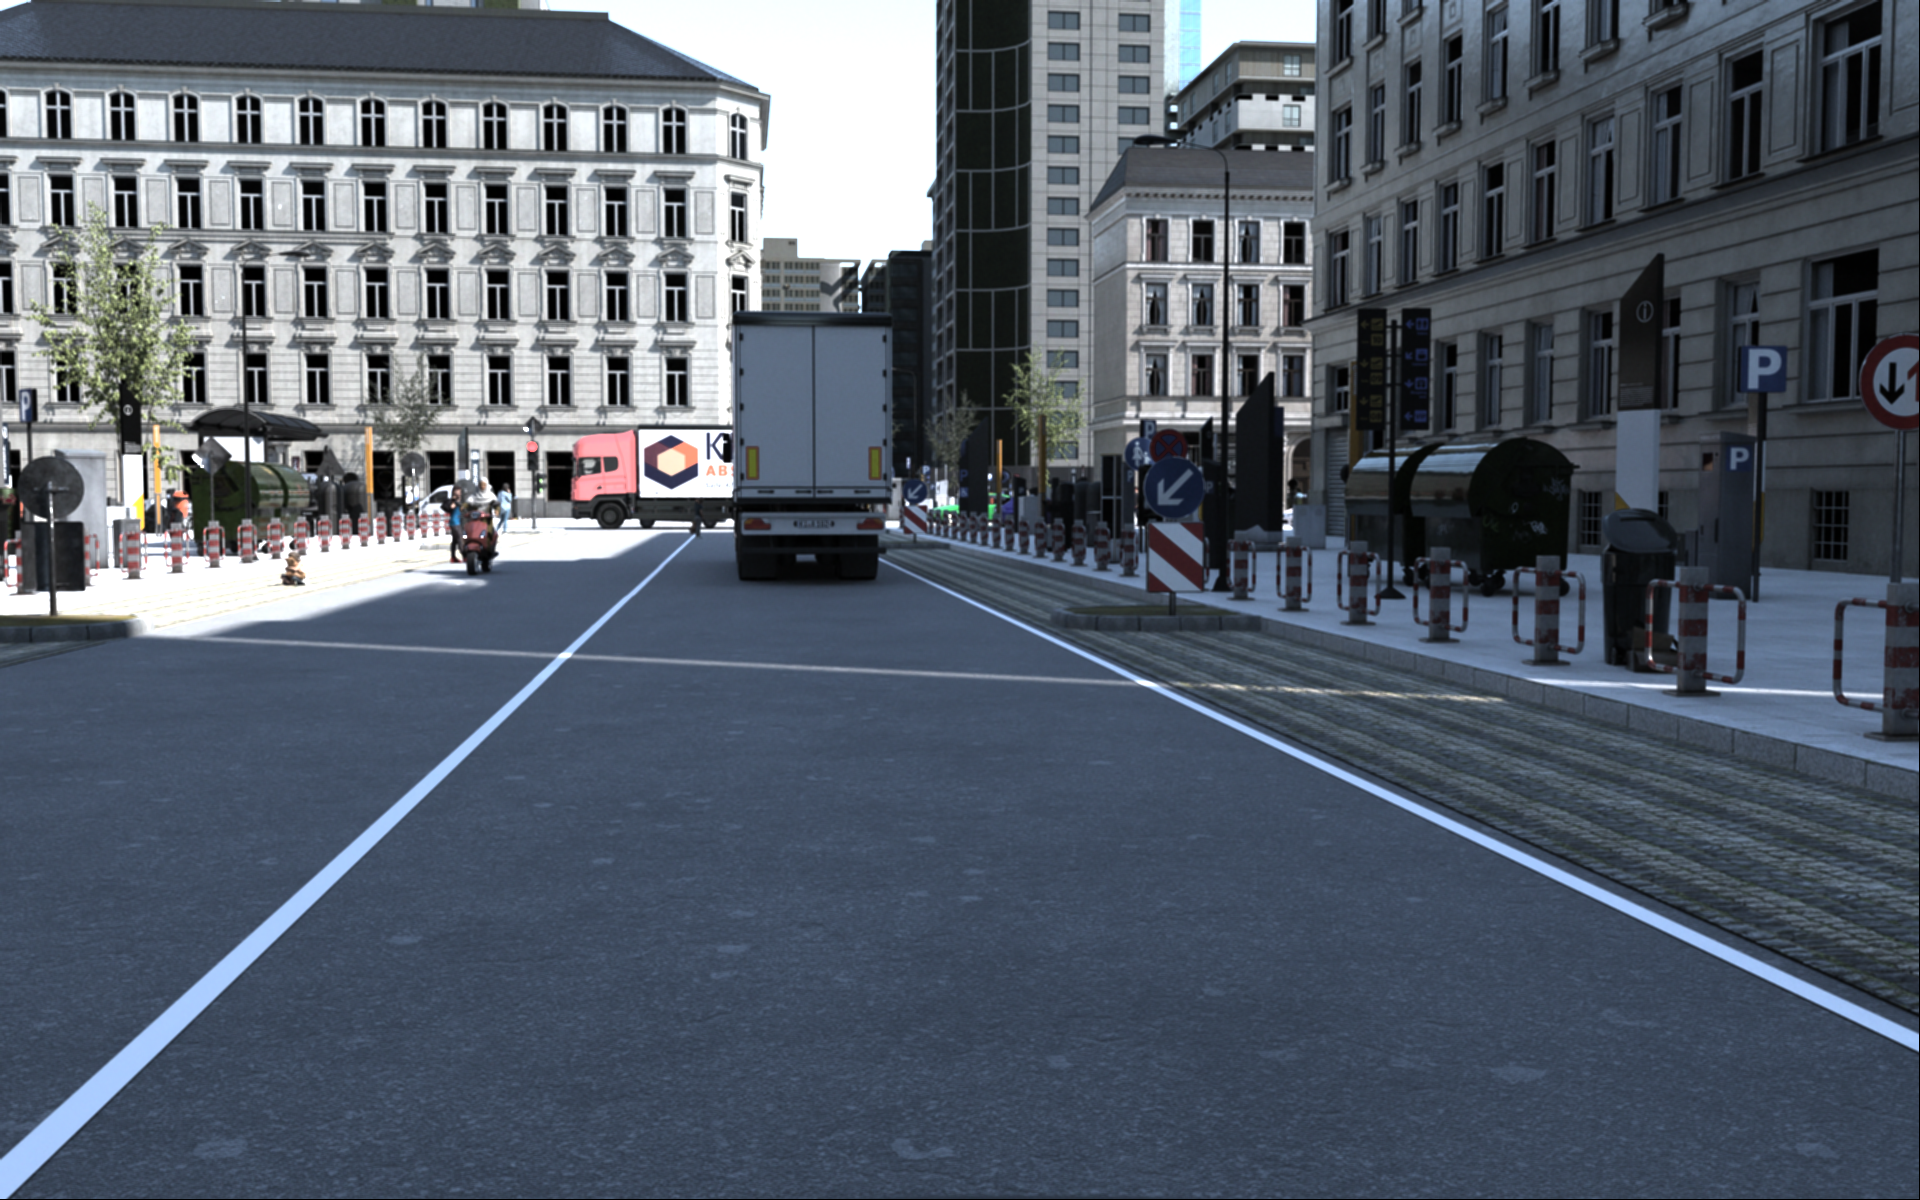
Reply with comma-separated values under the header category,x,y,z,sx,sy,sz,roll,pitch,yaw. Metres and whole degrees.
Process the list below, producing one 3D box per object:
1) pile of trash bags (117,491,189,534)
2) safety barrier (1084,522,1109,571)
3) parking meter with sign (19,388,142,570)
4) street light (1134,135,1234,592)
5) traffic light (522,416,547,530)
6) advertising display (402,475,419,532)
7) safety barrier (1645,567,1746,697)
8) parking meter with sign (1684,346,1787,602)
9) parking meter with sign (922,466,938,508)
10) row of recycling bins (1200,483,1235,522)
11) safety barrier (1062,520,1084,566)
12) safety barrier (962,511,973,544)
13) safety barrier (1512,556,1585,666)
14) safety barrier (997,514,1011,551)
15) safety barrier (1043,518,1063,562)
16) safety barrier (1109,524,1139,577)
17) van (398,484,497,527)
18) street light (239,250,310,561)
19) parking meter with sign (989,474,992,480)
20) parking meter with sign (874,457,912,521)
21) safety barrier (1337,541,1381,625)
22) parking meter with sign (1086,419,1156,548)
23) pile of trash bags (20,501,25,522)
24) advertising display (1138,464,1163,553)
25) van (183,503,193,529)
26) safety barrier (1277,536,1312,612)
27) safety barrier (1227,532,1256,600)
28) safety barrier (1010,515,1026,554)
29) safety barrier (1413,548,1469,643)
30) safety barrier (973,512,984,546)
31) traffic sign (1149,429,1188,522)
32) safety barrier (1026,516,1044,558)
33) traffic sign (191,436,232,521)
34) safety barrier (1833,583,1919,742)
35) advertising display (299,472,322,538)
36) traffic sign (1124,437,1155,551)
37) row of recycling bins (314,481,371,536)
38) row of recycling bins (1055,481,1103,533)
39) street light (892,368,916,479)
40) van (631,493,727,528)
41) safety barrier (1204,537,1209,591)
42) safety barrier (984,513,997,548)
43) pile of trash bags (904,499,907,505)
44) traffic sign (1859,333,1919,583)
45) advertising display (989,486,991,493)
category,x,y,z,sx,sy,sz,roll,pitch,yaw
pile of trash bags,-26.427,-2.897,57.120,1.912,1.369,3.447,0,4,3
safety barrier,2.378,-0.898,28.962,0.300,0.817,1.120,0,4,-7
parking meter with sign,-14.891,-2.027,29.407,0.543,3.016,1.738,3,5,42
street light,2.939,-3.063,22.625,1.470,5.913,1.316,0,4,-7
traffic light,-15.378,-4.501,62.517,0.839,4.253,0.868,0,4,-7
advertising display,-18.840,-3.315,59.412,0.123,1.923,0.974,1,4,10
safety barrier,4.666,0.199,11.028,0.300,0.817,1.120,0,4,-7
parking meter with sign,9.433,-1.530,21.270,0.543,3.016,1.738,0,3,0
parking meter with sign,-1.788,-6.655,105.066,0.543,3.016,1.738,-1,4,-20
row of recycling bins,9.328,-3.531,64.847,1.069,1.692,3.534,3,5,45
safety barrier,2.121,-1.020,30.949,0.300,0.817,1.120,0,4,-7
safety barrier,0.350,-1.871,44.870,0.300,0.817,1.120,0,4,-7
safety barrier,4.413,0.077,13.014,0.300,0.817,1.120,0,4,-7
safety barrier,1.111,-1.507,38.907,0.300,0.817,1.120,0,4,-7
safety barrier,1.874,-1.141,32.936,0.300,0.817,1.120,0,4,-7
safety barrier,2.632,-0.777,26.973,0.300,0.817,1.120,0,4,-7
van,-21.888,-4.084,73.792,4.112,2.044,2.013,-1,4,-9
street light,-13.069,-3.702,33.071,1.470,5.913,1.316,0,4,-7
parking meter with sign,2.042,-9.445,150.688,0.543,3.016,1.738,-2,4,-35
parking meter with sign,-3.158,-5.215,81.520,1.738,3.016,0.543,-1,4,-22
safety barrier,3.909,-0.166,16.995,0.300,0.817,1.120,0,4,-7
parking meter with sign,3.785,-2.750,41.223,1.738,3.016,0.543,3,5,40
pile of trash bags,-30.686,-2.984,58.541,3.447,1.369,1.912,2,4,26
advertising display,4.175,-2.000,37.913,0.123,1.923,0.974,2,4,34
van,-29.990,-3.909,70.923,4.112,2.044,2.013,0,4,-5
safety barrier,3.657,-0.288,18.982,0.300,0.817,1.120,0,4,-7
safety barrier,3.402,-0.409,20.968,0.300,0.817,1.120,0,4,-7
safety barrier,1.366,-1.385,36.917,0.300,0.817,1.120,0,4,-7
safety barrier,4.159,-0.045,15.009,0.300,0.817,1.120,0,4,-7
safety barrier,0.602,-1.749,42.879,0.300,0.817,1.120,0,4,-7
traffic sign,4.081,-2.073,33.999,0.768,2.556,0.104,0,4,-6
safety barrier,1.621,-1.263,34.931,0.300,0.817,1.120,0,4,-7
traffic sign,-14.928,-2.042,34.579,0.795,2.450,0.064,0,4,-6
safety barrier,4.921,0.320,9.038,0.300,0.817,1.120,0,4,-7
advertising display,-19.139,-2.791,50.841,0.974,1.923,0.123,2,4,26
traffic sign,4.058,-2.370,38.852,0.768,2.556,0.104,0,4,1
row of recycling bins,-19.813,-2.820,53.220,1.069,1.692,3.534,3,5,44
row of recycling bins,4.297,-2.978,55.799,1.069,1.692,3.534,-2,4,-35
street light,-2.199,-5.566,63.552,1.470,5.913,1.316,0,4,-7
van,-11.968,-4.086,73.821,4.112,2.044,2.013,0,4,-8
safety barrier,3.143,-0.532,22.979,0.300,0.817,1.120,0,4,-7
safety barrier,0.861,-1.628,40.894,0.300,0.817,1.120,0,4,-7
pile of trash bags,-3.694,-6.113,109.699,3.447,1.369,1.912,1,4,16
traffic sign,7.496,-0.840,13.833,0.768,2.556,0.104,0,4,-4
advertising display,2.002,-7.830,133.239,0.123,1.923,0.974,-3,5,-41
